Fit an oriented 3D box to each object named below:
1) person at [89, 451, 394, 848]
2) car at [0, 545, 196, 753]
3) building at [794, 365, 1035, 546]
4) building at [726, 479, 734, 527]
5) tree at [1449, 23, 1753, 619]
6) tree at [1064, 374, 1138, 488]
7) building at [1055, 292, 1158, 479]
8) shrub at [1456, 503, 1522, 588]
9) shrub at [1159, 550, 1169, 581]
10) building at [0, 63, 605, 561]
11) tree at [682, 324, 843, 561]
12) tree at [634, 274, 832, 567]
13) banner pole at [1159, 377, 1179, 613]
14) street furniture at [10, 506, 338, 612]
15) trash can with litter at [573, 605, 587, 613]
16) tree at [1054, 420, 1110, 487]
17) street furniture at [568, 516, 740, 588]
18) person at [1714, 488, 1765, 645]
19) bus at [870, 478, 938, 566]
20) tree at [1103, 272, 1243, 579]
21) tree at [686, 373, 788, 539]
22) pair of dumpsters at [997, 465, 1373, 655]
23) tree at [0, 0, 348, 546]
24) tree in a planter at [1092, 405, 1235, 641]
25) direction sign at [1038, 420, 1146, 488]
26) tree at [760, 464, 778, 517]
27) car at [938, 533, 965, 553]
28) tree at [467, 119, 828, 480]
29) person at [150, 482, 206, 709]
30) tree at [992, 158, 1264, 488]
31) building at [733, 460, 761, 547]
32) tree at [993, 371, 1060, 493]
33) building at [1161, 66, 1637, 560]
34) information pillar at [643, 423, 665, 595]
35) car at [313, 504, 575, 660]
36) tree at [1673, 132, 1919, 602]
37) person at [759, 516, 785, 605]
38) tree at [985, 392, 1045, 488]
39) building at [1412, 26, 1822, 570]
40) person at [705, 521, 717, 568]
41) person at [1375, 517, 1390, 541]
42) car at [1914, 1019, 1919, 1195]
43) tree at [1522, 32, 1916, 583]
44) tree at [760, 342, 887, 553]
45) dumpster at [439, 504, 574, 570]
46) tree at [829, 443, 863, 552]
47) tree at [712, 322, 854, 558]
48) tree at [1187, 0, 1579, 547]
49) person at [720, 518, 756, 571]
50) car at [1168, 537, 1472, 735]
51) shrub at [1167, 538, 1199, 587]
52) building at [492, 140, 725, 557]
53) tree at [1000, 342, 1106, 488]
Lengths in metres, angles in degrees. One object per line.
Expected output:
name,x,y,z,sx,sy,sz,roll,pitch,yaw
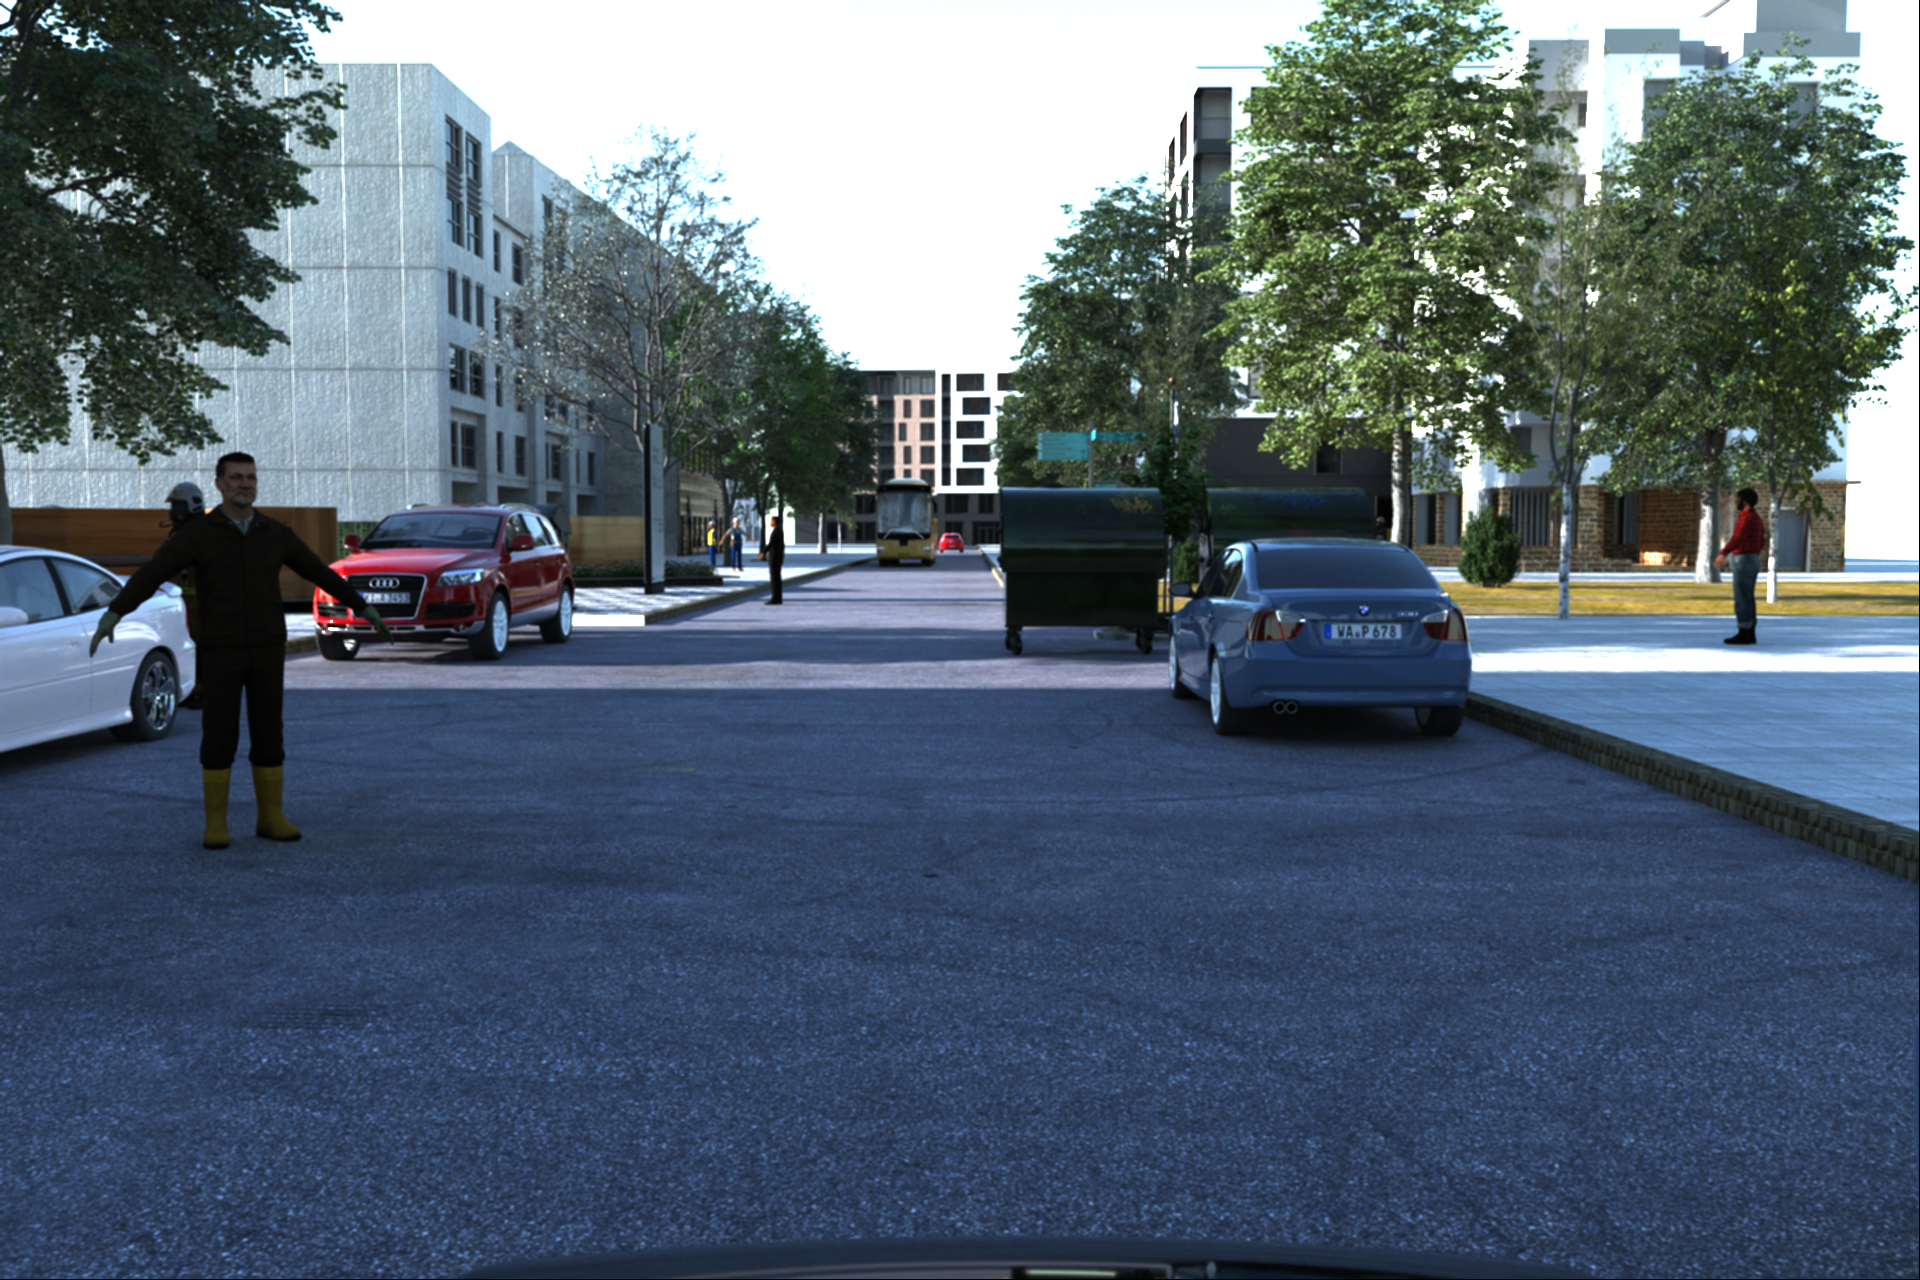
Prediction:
person,-3.320,0.035,8.029,1.346,1.812,0.704,-3,5,-39
car,-6.486,0.103,10.686,2.083,1.381,4.827,0,4,1
building,-3.066,-23.065,223.546,32.646,21.610,27.936,1,4,8
building,-27.352,-18.382,156.966,16.016,20.090,11.380,0,4,1
tree,8.911,-4.625,25.982,4.360,8.622,3.978,0,3,0
tree,6.046,-7.506,73.081,4.360,8.622,3.978,0,3,0
building,22.485,-19.477,162.431,27.936,21.610,32.646,0,3,0
shrub,12.732,-2.278,41.663,1.690,2.028,1.600,0,3,0
shrub,5.145,-2.153,46.323,1.383,1.207,1.383,0,3,0
building,-28.221,-13.127,81.077,16.747,18.905,31.486,0,4,0
tree,-9.369,-9.531,81.591,9.928,11.665,9.643,0,3,0
tree,-8.983,-8.675,67.591,9.928,11.665,9.643,0,3,0
banner pole,3.391,-2.288,27.420,0.401,3.779,0.863,0,4,-1
street furniture,-13.461,-1.452,30.593,9.812,1.723,11.010,-3,5,-43
trash can with litter,-6.885,-1.094,28.938,1.678,1.210,2.233,0,4,1
tree,6.612,-8.681,92.300,4.737,8.622,4.395,0,3,0
street furniture,-9.294,-2.252,43.677,11.010,1.723,9.812,-2,4,-32
person,9.142,-0.863,20.225,0.704,1.816,1.345,3,5,41
bus,-2.389,-5.414,80.060,2.896,3.916,12.252,0,4,0
tree,5.726,-6.046,49.212,4.360,8.622,3.978,0,3,0
tree,-9.931,-7.540,73.649,4.360,8.622,3.978,0,3,0
pair of dumpsters,2.662,-0.981,20.998,4.436,2.255,1.574,0,4,-1
tree,-12.848,-7.083,22.456,9.857,13.997,8.962,0,3,0
tree in a planter,2.861,-1.642,24.072,1.991,3.239,1.994,0,4,1
direction sign,3.073,-3.131,39.953,2.525,3.948,1.411,0,4,1
tree,-26.172,-17.360,218.249,7.601,10.594,8.767,0,4,-2
car,-0.655,-7.603,133.343,2.155,1.783,4.494,0,4,-1
tree,-9.061,-8.590,50.810,12.009,13.543,11.850,0,3,0
person,-6.352,-0.368,14.241,1.354,1.858,0.705,2,4,29
tree,5.658,-9.377,59.969,9.857,13.997,8.962,0,3,0
building,-25.854,-14.924,186.155,9.099,9.664,28.070,0,4,0
tree,5.866,-12.127,116.407,7.486,12.596,7.792,0,3,0
building,24.443,-15.185,92.250,27.936,21.610,32.646,0,4,1
information pillar,-6.616,-2.821,37.437,0.184,3.620,1.656,0,4,-1
car,-6.209,-0.776,21.358,2.281,1.827,5.304,0,4,1
tree,15.483,-5.005,32.202,4.737,8.622,4.395,0,3,0
person,-3.783,-1.625,35.252,0.704,1.802,1.346,1,4,11
tree,6.691,-13.844,133.004,9.857,13.997,8.962,0,3,0
building,24.073,-13.118,70.907,16.016,20.090,11.380,0,4,0
person,-9.479,-3.625,65.731,0.721,1.772,1.216,-2,4,-23
person,14.205,-3.231,58.607,0.705,1.856,1.354,2,4,23
car,2.609,0.657,1.268,2.014,1.417,4.499,0,4,0
tree,19.697,-8.489,45.455,9.857,13.997,8.962,0,3,0
tree,-9.324,-12.852,116.783,9.857,13.997,8.962,0,3,0
dumpster,-6.619,-1.027,25.007,1.865,1.857,1.264,0,4,0
tree,-8.884,-10.778,126.583,4.737,8.622,4.395,0,3,0
tree,-9.454,-10.603,91.493,7.486,12.596,7.792,0,3,0
tree,8.133,-7.040,33.234,7.486,12.596,7.792,0,3,0
person,-7.743,-3.320,60.141,1.347,1.847,0.705,-2,4,-34
car,2.699,-0.100,13.632,2.014,1.417,4.499,0,4,1
shrub,5.538,-1.903,42.233,1.383,1.207,1.383,0,3,0
building,-25.000,-16.830,106.094,19.493,23.208,18.063,0,4,1
tree,6.235,-11.259,102.217,7.486,12.596,7.792,0,3,0
